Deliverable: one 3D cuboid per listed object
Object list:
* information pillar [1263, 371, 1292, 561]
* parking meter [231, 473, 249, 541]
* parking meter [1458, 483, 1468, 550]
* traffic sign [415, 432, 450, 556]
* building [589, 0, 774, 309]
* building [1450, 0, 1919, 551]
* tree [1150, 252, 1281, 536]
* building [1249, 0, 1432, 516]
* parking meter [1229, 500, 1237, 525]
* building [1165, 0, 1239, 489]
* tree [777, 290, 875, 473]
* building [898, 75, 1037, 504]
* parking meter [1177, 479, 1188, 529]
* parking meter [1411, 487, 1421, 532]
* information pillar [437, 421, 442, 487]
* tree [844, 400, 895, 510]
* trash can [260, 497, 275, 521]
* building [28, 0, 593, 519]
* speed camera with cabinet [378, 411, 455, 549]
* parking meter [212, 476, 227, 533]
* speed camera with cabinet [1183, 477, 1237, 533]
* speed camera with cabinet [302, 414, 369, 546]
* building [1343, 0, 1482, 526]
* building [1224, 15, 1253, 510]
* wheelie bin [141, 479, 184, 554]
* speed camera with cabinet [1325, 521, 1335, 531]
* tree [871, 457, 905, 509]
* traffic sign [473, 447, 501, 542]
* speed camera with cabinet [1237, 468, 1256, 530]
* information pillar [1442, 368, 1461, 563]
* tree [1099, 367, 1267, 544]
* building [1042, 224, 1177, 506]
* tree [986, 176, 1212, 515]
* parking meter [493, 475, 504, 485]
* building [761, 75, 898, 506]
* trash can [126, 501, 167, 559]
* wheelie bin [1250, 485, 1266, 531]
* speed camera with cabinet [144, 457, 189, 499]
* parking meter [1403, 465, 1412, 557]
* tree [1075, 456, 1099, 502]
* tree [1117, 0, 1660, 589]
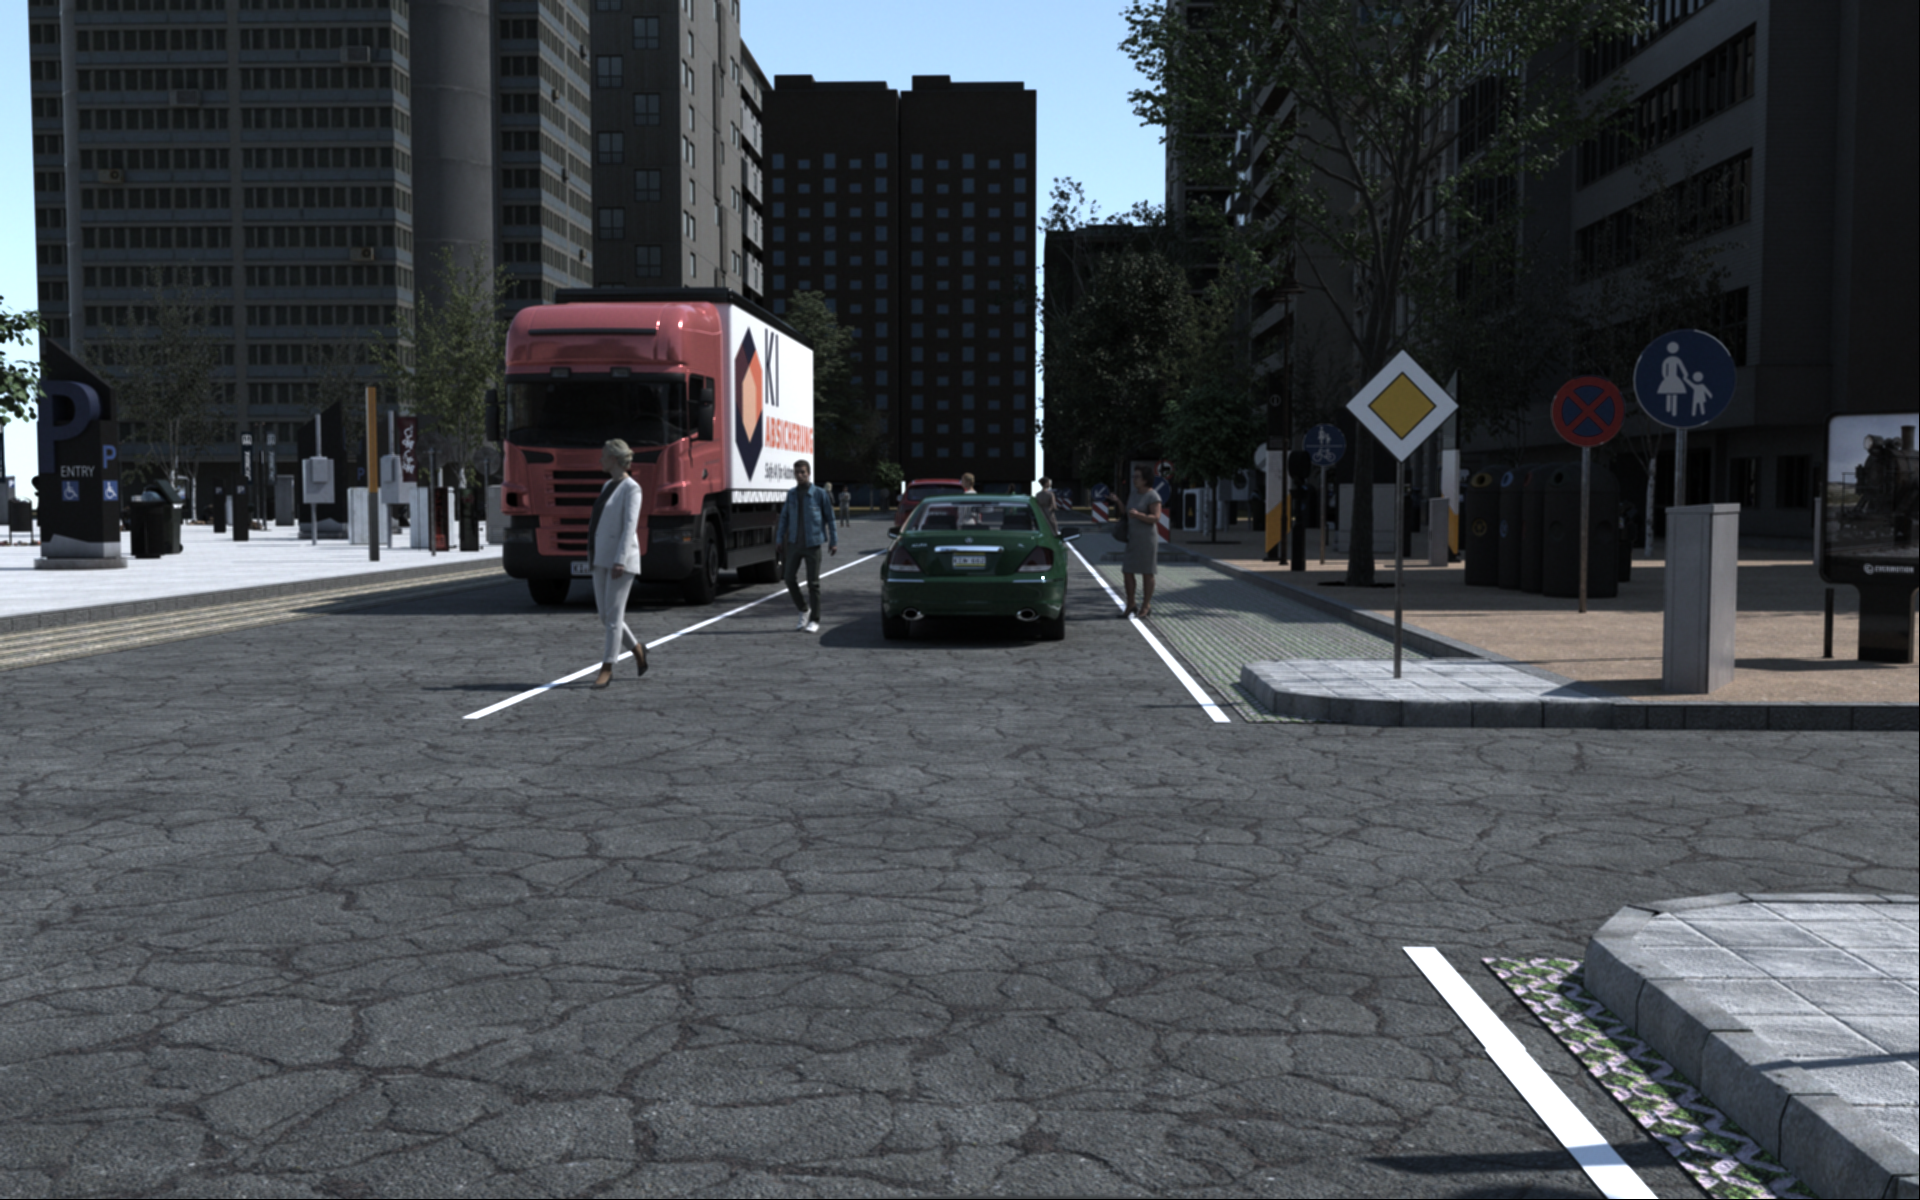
[{"bbox_3d":[6.056,-2.547,32.995,0.504,3.616,0.183,-1,4,-12],"label":"information pillar"},{"bbox_3d":[-19.610,-2.539,47.221,0.399,1.863,0.255,-2,4,-35],"label":"parking meter"},{"bbox_3d":[11.608,-1.918,39.768,0.372,1.533,0.369,0,3,0],"label":"parking meter"},{"bbox_3d":[-10.894,-2.181,35.771,0.768,2.556,0.104,0,4,8],"label":"traffic sign"},{"bbox_3d":[-34.488,-37.148,196.615,27.495,52.752,28.713,0,4,2],"label":"building"},{"bbox_3d":[25.078,-14.204,51.304,14.314,24.678,30.058,0,4,2],"label":"building"},{"bbox_3d":[7.644,-6.277,52.993,4.737,8.622,4.395,0,3,0],"label":"tree"},{"bbox_3d":[30.482,-29.712,109.493,21.300,48.544,21.600,0,4,2],"label":"building"},{"bbox_3d":[11.429,-4.093,72.625,0.399,1.863,0.255,-1,4,-12],"label":"parking meter"},{"bbox_3d":[33.531,-45.975,189.942,20.611,71.187,20.563,0,4,2],"label":"building"},{"bbox_3d":[-8.601,-10.889,96.159,7.486,12.596,7.792,0,3,0],"label":"tree"},{"bbox_3d":[1.132,-32.939,188.666,14.200,45.320,14.600,0,4,2],"label":"building"},{"bbox_3d":[8.147,-3.532,63.465,0.255,1.863,0.399,-2,4,-30],"label":"parking meter"},{"bbox_3d":[15.247,-3.037,58.072,0.372,1.533,0.369,0,3,0],"label":"parking meter"},{"bbox_3d":[-16.708,-3.933,55.667,0.183,3.616,0.504,-1,4,-11],"label":"information pillar"},{"bbox_3d":[-7.035,-11.308,135.244,4.360,8.622,3.978,0,3,0],"label":"tree"},{"bbox_3d":[-33.401,-4.400,83.585,0.748,1.137,0.748,0,3,0],"label":"trash can"},{"bbox_3d":[-34.929,-24.972,100.179,32.217,40.220,23.993,0,4,2],"label":"building"},{"bbox_3d":[-12.807,-2.846,40.871,2.038,3.252,0.660,2,4,35],"label":"speed camera with cabinet"},{"bbox_3d":[-24.507,-3.159,57.353,0.399,1.863,0.255,-1,4,-18],"label":"parking meter"},{"bbox_3d":[8.332,-3.917,58.376,0.660,3.252,2.038,-2,4,-28],"label":"speed camera with cabinet"},{"bbox_3d":[-15.405,-3.009,43.537,2.038,3.252,0.660,-2,4,-28],"label":"speed camera with cabinet"},{"bbox_3d":[24.023,-15.136,76.351,11.050,23.489,19.941,0,4,2],"label":"building"},{"bbox_3d":[32.848,-31.546,135.386,23.786,49.044,30.456,0,4,2],"label":"building"},{"bbox_3d":[-17.072,-1.782,37.041,0.693,1.594,0.980,0,4,-4],"label":"wheelie bin"},{"bbox_3d":[13.230,-4.063,60.765,0.660,3.252,2.038,0,4,-5],"label":"speed camera with cabinet"},{"bbox_3d":[-6.523,-10.400,153.747,4.285,4.588,4.351,0,3,0],"label":"tree"},{"bbox_3d":[-12.733,-2.844,46.611,0.768,2.556,0.104,1,4,9],"label":"traffic sign"},{"bbox_3d":[9.578,-4.149,62.172,2.038,3.252,0.660,3,4,38],"label":"speed camera with cabinet"},{"bbox_3d":[9.221,-2.518,32.520,0.183,3.616,0.504,-1,4,-15],"label":"information pillar"},{"bbox_3d":[6.536,-3.753,45.082,4.285,4.588,4.351,0,3,0],"label":"tree"},{"bbox_3d":[16.025,-25.484,188.362,14.107,30.474,14.160,0,4,2],"label":"building"},{"bbox_3d":[8.375,-15.190,104.238,12.611,20.169,13.585,0,3,0],"label":"tree"},{"bbox_3d":[-14.150,-2.908,53.257,0.255,1.863,0.399,-3,5,-44],"label":"parking meter"},{"bbox_3d":[-13.364,-32.928,188.478,14.200,45.320,14.600,0,4,2],"label":"building"},{"bbox_3d":[-16.194,-1.398,34.505,0.748,1.137,0.748,0,3,0],"label":"trash can"},{"bbox_3d":[10.537,-3.209,60.369,0.980,1.594,0.693,-2,4,-32],"label":"wheelie bin"},{"bbox_3d":[-39.418,-5.606,85.989,0.660,3.252,2.038,3,4,36],"label":"speed camera with cabinet"},{"bbox_3d":[9.028,-1.805,35.218,0.255,1.863,0.399,0,4,6],"label":"parking meter"},{"bbox_3d":[10.691,-9.328,136.221,4.285,4.588,4.351,0,3,0],"label":"tree"},{"bbox_3d":[5.722,-5.989,23.680,9.928,11.665,9.643,0,3,0],"label":"tree"}]
